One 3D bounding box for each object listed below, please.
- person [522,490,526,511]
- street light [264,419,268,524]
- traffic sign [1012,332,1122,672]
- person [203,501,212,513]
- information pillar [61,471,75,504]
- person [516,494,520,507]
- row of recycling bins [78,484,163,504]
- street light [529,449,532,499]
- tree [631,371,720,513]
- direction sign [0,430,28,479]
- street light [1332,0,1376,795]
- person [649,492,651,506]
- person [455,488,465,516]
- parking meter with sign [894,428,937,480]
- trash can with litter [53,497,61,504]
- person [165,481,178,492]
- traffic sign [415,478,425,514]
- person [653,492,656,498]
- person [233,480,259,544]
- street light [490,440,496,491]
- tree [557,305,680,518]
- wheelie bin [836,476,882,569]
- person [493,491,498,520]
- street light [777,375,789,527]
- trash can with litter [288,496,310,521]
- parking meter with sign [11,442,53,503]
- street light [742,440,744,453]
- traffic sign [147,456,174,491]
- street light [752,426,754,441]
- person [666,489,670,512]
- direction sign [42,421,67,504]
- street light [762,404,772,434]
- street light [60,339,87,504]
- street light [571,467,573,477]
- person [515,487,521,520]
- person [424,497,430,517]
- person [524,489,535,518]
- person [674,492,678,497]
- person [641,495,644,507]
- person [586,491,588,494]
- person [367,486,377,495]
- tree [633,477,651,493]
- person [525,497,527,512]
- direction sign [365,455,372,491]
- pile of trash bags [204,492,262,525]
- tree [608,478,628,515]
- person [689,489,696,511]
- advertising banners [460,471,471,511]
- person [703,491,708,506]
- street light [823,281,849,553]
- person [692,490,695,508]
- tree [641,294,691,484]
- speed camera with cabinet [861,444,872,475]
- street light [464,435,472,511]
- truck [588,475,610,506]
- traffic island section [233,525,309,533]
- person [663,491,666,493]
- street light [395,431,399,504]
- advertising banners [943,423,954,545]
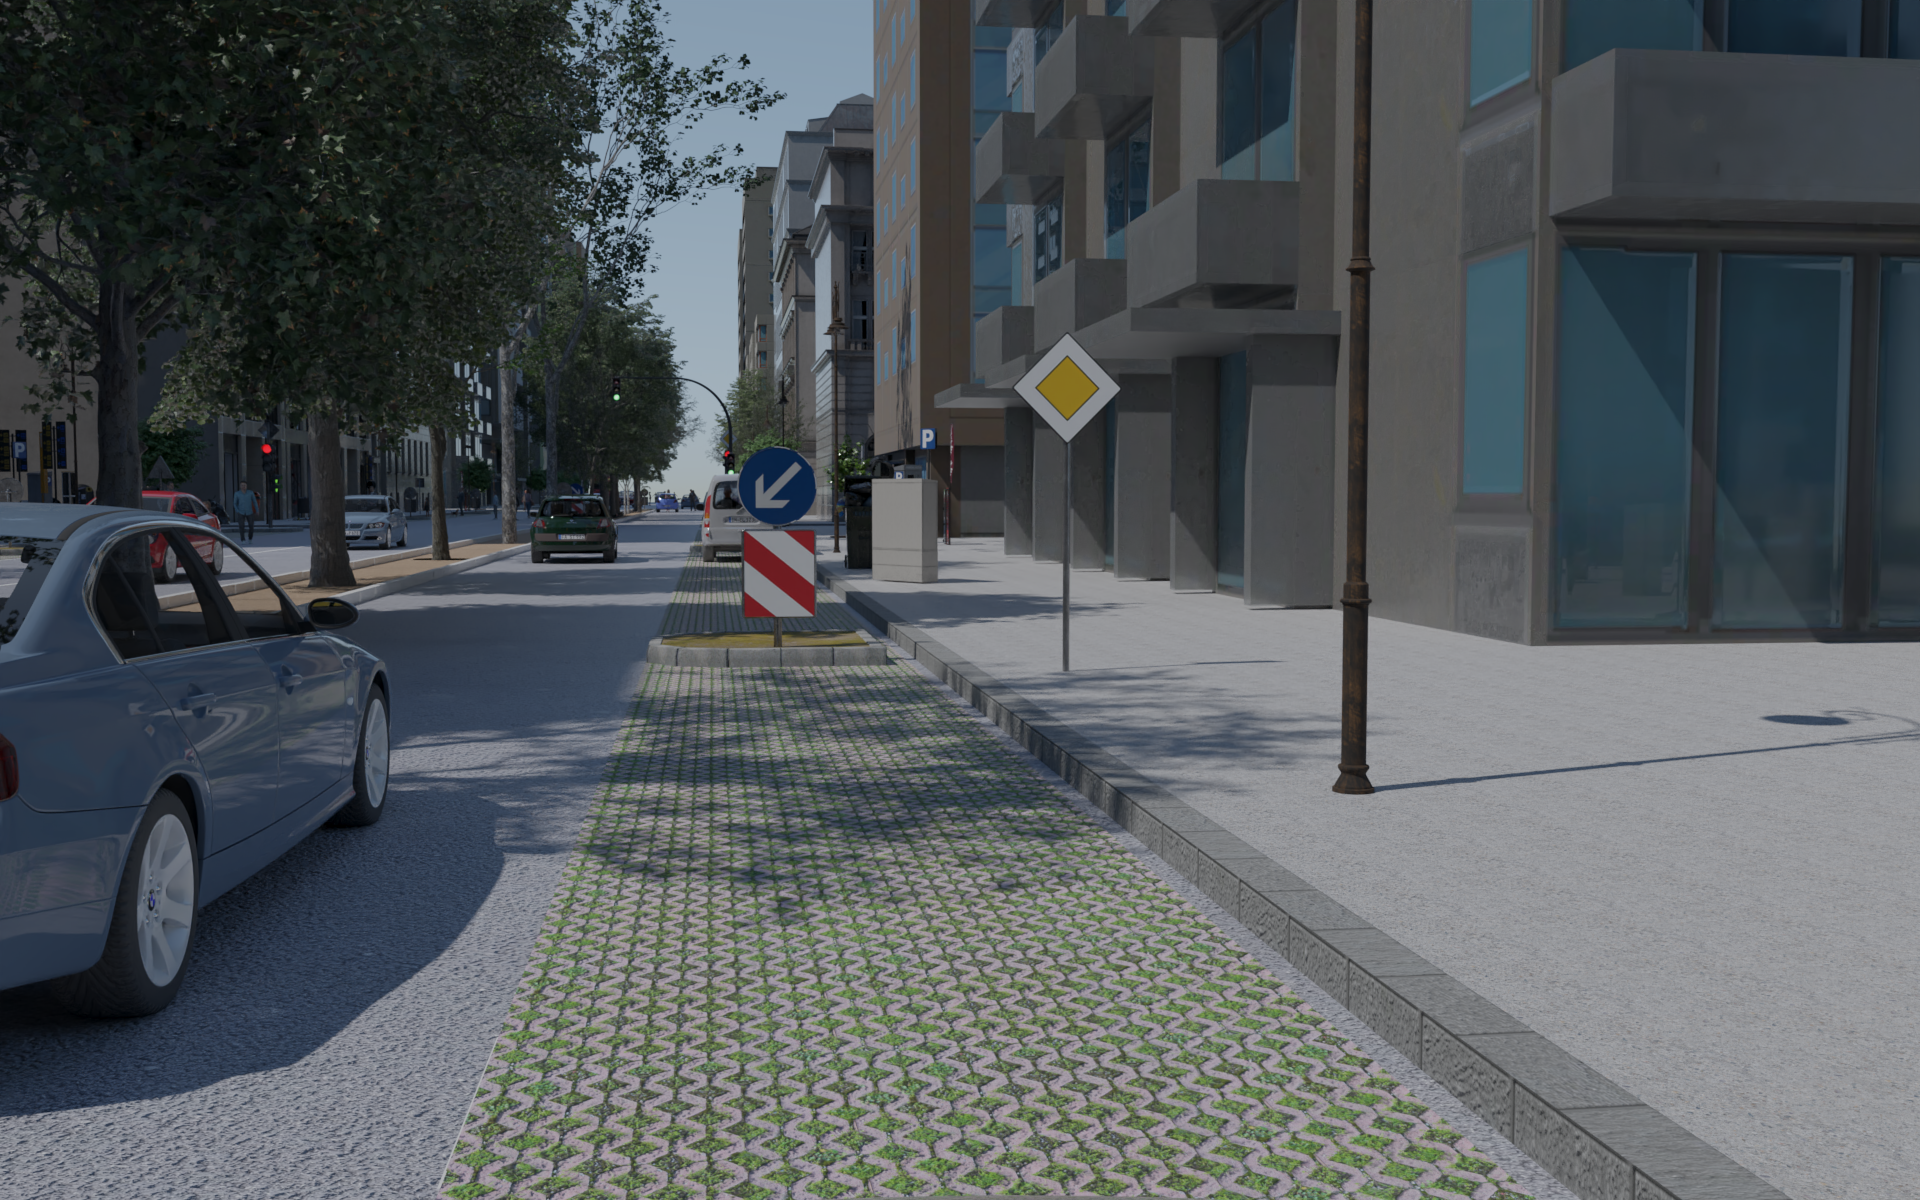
[{"bbox_3d":[-37.711,-8.646,150.416,0.990,1.755,0.434,2,4,35],"label":"person"},{"bbox_3d":[-29.311,-6.139,73.165,0.468,5.910,1.993,-1,4,-8],"label":"street light"},{"bbox_3d":[0.763,-0.689,12.455,0.795,2.450,0.064,0,4,-7],"label":"traffic sign"},{"bbox_3d":[-20.041,-2.009,46.015,0.373,1.253,0.362,-1,4,-10],"label":"person"},{"bbox_3d":[-28.984,-3.173,56.373,0.304,2.012,0.304,1,4,13],"label":"information pillar"},{"bbox_3d":[-20.279,-4.282,78.293,0.659,1.850,0.755,0,4,-6],"label":"person"},{"bbox_3d":[-35.264,-3.999,72.492,3.534,1.692,1.069,-3,4,-37],"label":"row of recycling bins"},{"bbox_3d":[-44.358,-12.611,178.983,0.468,5.910,1.993,-1,4,-8],"label":"street light"},{"bbox_3d":[-24.611,-13.437,132.524,12.009,13.543,11.850,0,3,0],"label":"tree"},{"bbox_3d":[-33.302,-4.218,60.964,0.876,3.537,0.379,-1,4,-20],"label":"direction sign"},{"bbox_3d":[1.697,-2.110,7.293,0.468,5.910,1.993,-1,4,-8],"label":"street light"},{"bbox_3d":[-38.156,-12.504,213.627,0.721,1.739,1.217,0,4,-5],"label":"person"},{"bbox_3d":[-32.720,-6.402,113.343,0.661,1.801,0.590,3,5,42],"label":"person"},{"bbox_3d":[-1.392,-3.009,45.452,0.543,3.016,1.738,3,5,43],"label":"parking meter with sign"},{"bbox_3d":[-32.525,-3.108,62.204,0.624,1.170,1.055,0,4,-4],"label":"trash can with litter"},{"bbox_3d":[-23.886,-2.674,52.326,0.635,1.810,0.391,-3,5,-45],"label":"person"},{"bbox_3d":[-34.415,-6.619,110.349,0.606,2.300,0.079,0,4,0],"label":"traffic sign"},{"bbox_3d":[-53.035,-17.882,301.656,1.217,1.735,0.721,-1,4,-21],"label":"person"},{"bbox_3d":[-20.443,-2.512,49.591,0.660,1.820,0.620,-2,4,-30],"label":"person"},{"bbox_3d":[-40.167,-10.792,149.242,0.468,5.910,1.993,-1,4,-8],"label":"street light"},{"bbox_3d":[-20.391,-11.085,101.823,7.486,12.596,7.792,0,3,0],"label":"tree"},{"bbox_3d":[-1.633,-1.339,29.798,0.980,1.594,0.693,0,4,-6],"label":"wheelie bin"},{"bbox_3d":[-26.207,-5.345,97.694,0.330,1.601,0.589,0,4,4],"label":"person"},{"bbox_3d":[-6.863,-5.782,67.319,0.468,5.910,1.993,-1,4,-8],"label":"street light"},{"bbox_3d":[-31.572,-4.487,84.420,2.233,1.210,1.678,-1,4,-22],"label":"trash can with litter"},{"bbox_3d":[-30.582,-3.748,57.549,1.738,3.016,0.543,1,4,17],"label":"parking meter with sign"},{"bbox_3d":[-18.540,-10.738,148.351,0.468,5.910,1.993,-1,4,-8],"label":"street light"},{"bbox_3d":[-27.060,-3.587,58.648,0.884,2.594,0.081,0,4,-5],"label":"traffic sign"},{"bbox_3d":[-14.107,-8.909,118.448,0.468,5.910,1.993,-1,4,-8],"label":"street light"},{"bbox_3d":[-23.581,-8.050,140.134,0.555,1.821,0.388,-2,4,-34],"label":"person"},{"bbox_3d":[-28.247,-3.797,54.079,0.876,3.537,0.379,1,4,16],"label":"direction sign"},{"bbox_3d":[-9.875,-7.098,88.837,0.468,5.910,1.993,-1,4,-8],"label":"street light"},{"bbox_3d":[-26.040,-4.781,50.960,0.468,5.910,1.993,-1,4,-8],"label":"street light"},{"bbox_3d":[-52.061,-15.869,232.239,0.468,5.910,1.993,-1,4,-8],"label":"street light"},{"bbox_3d":[-24.267,-5.257,94.626,0.473,1.802,0.592,-2,4,-28],"label":"person"},{"bbox_3d":[-32.128,-5.573,104.280,0.373,1.253,0.362,2,4,34],"label":"person"},{"bbox_3d":[-25.361,-5.670,101.802,0.593,1.750,0.643,1,4,22],"label":"person"},{"bbox_3d":[-50.481,-18.203,306.127,1.348,1.823,0.705,1,4,20],"label":"person"},{"bbox_3d":[-36.505,-11.608,198.420,0.705,1.807,1.348,2,4,33],"label":"person"},{"bbox_3d":[-40.930,-11.060,189.886,0.990,1.755,0.434,2,4,34],"label":"person"},{"bbox_3d":[-26.398,-4.225,77.860,0.520,1.790,0.573,-2,4,-27],"label":"person"},{"bbox_3d":[-23.575,-10.404,122.929,4.360,8.622,3.978,0,3,0],"label":"tree"},{"bbox_3d":[-35.135,-8.029,140.779,0.512,1.701,0.522,-1,4,-13],"label":"person"},{"bbox_3d":[-34.262,-6.630,100.403,0.379,3.537,0.876,0,4,6],"label":"direction sign"},{"bbox_3d":[-31.321,-3.874,73.091,3.447,1.369,1.912,-2,4,-29],"label":"pile of trash bags"},{"bbox_3d":[-22.956,-10.123,118.331,4.737,8.622,4.395,0,3,0],"label":"tree"},{"bbox_3d":[-22.393,-8.372,145.182,0.655,1.846,0.447,-1,4,-13],"label":"person"},{"bbox_3d":[-37.386,-8.241,130.935,0.090,3.025,2.074,0,4,4],"label":"advertising banners"},{"bbox_3d":[-8.909,-3.284,62.212,0.660,1.820,0.620,-1,4,-12],"label":"person"},{"bbox_3d":[-2.695,-3.970,37.699,0.468,5.910,1.993,-1,4,-8],"label":"street light"},{"bbox_3d":[-28.208,-10.698,183.037,1.348,1.869,0.705,2,4,26],"label":"person"},{"bbox_3d":[-19.068,-11.229,92.703,9.857,13.997,8.962,0,3,0],"label":"tree"},{"bbox_3d":[-3.323,-4.549,68.714,0.660,3.252,2.038,-3,4,-37],"label":"speed camera with cabinet"},{"bbox_3d":[-37.798,-9.815,133.267,0.468,5.910,1.993,-1,4,-8],"label":"street light"},{"bbox_3d":[-43.330,-13.475,209.236,2.839,4.237,11.283,-1,4,-10],"label":"truck"},{"bbox_3d":[-26.070,-2.640,65.449,2.009,0.180,2.903,-1,4,-8],"label":"traffic island section"},{"bbox_3d":[-29.635,-10.099,174.343,1.217,1.743,0.721,2,4,32],"label":"person"},{"bbox_3d":[-33.638,-7.984,103.331,0.468,5.910,1.993,-1,4,-8],"label":"street light"},{"bbox_3d":[-0.294,-2.904,43.676,0.090,3.025,2.074,0,4,-6],"label":"advertising banners"}]
